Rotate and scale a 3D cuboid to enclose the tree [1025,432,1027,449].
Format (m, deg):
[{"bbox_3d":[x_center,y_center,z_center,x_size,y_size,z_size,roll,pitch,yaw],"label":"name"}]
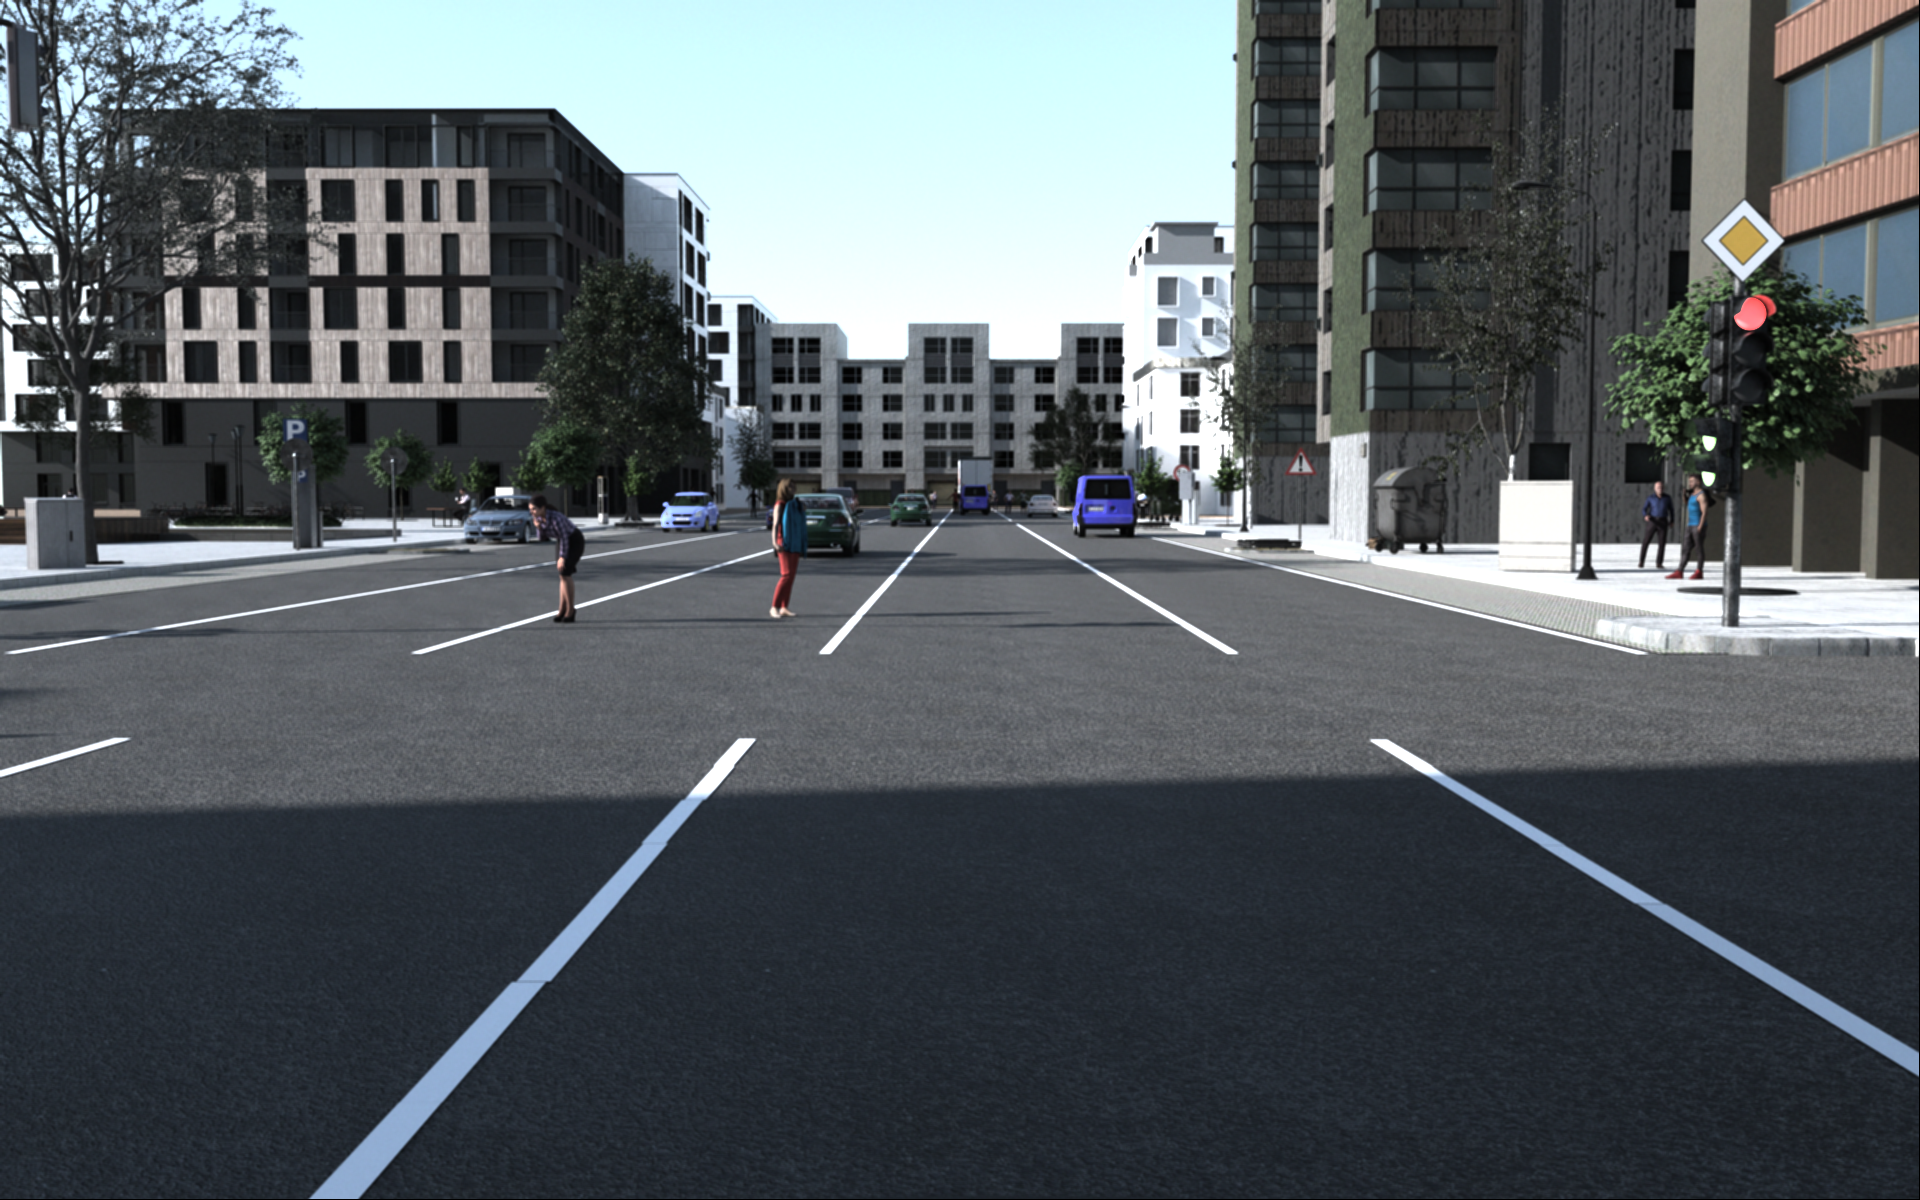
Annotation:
[{"bbox_3d":[9.849,-14.343,168.921,7.601,10.594,8.767,1,4,14],"label":"tree"}]

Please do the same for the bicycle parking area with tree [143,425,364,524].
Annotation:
[{"bbox_3d":[-30.939,-5.364,74.696,9.016,4.147,8.231,-1,4,-11],"label":"bicycle parking area with tree"}]

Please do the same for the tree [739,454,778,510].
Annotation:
[{"bbox_3d":[-15.844,-9.314,136.000,4.285,4.588,4.351,0,3,0],"label":"tree"}]

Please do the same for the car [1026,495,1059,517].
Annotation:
[{"bbox_3d":[5.128,-5.841,107.863,2.083,1.381,4.827,0,4,2],"label":"car"}]

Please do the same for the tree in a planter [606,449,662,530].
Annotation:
[{"bbox_3d":[-12.908,-4.384,68.905,1.991,3.239,1.994,0,4,0],"label":"tree in a planter"}]

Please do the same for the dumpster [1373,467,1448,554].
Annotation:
[{"bbox_3d":[9.786,-1.949,37.617,1.264,1.857,1.865,0,4,0],"label":"dumpster"}]

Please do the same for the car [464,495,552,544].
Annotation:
[{"bbox_3d":[-13.166,-2.372,50.786,2.014,1.417,4.499,0,3,0],"label":"car"}]

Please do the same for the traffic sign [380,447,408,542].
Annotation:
[{"bbox_3d":[-15.178,-2.834,46.445,0.768,2.556,0.104,0,4,5],"label":"traffic sign"}]

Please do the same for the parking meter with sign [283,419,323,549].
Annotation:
[{"bbox_3d":[-15.480,-2.733,40.943,0.543,3.016,1.738,-1,4,-8],"label":"parking meter with sign"}]

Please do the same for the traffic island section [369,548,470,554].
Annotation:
[{"bbox_3d":[-13.020,-1.170,42.000,1.991,0.108,1.994,0,4,0],"label":"traffic island section"}]

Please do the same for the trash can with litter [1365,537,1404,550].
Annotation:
[{"bbox_3d":[9.821,-1.750,40.007,0.624,1.170,1.055,-2,4,-35],"label":"trash can with litter"}]

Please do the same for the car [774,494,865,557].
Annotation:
[{"bbox_3d":[-3.343,-1.777,40.845,2.131,1.459,4.920,0,4,-1],"label":"car"}]

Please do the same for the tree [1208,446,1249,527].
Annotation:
[{"bbox_3d":[10.549,-4.540,68.830,1.663,3.219,1.824,0,3,0],"label":"tree"}]

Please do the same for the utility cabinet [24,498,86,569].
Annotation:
[{"bbox_3d":[-15.634,-1.149,29.956,0.306,1.237,1.020,1,4,18],"label":"utility cabinet"}]

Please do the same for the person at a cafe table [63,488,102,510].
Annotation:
[{"bbox_3d":[-34.552,-3.608,67.501,1.698,1.524,1.622,-1,4,-16],"label":"person at a cafe table"}]

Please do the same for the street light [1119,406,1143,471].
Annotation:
[{"bbox_3d":[9.063,-7.252,91.109,1.470,5.913,1.316,0,4,0],"label":"street light"}]

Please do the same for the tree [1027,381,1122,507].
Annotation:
[{"bbox_3d":[10.152,-12.780,143.362,7.601,10.594,8.767,1,4,10],"label":"tree"}]

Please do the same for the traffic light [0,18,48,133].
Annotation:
[{"bbox_3d":[-11.312,-2.573,16.738,4.771,5.953,1.251,0,4,0],"label":"traffic light"}]

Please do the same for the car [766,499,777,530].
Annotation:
[{"bbox_3d":[-6.850,-3.537,70.402,1.945,1.354,3.894,0,4,1],"label":"car"}]

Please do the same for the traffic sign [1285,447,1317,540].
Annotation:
[{"bbox_3d":[9.464,-2.946,48.169,0.884,2.594,0.081,0,4,4],"label":"traffic sign"}]

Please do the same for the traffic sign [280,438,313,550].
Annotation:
[{"bbox_3d":[-15.105,-2.405,39.432,0.768,2.556,0.104,0,4,3],"label":"traffic sign"}]

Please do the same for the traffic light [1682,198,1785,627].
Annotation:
[{"bbox_3d":[7.437,-1.696,16.647,0.839,4.253,0.868,0,4,0],"label":"traffic light"}]

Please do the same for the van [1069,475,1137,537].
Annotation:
[{"bbox_3d":[4.873,-3.331,58.846,2.240,2.365,5.245,0,4,2],"label":"van"}]

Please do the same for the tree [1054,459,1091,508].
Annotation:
[{"bbox_3d":[10.193,-10.515,155.627,4.285,4.588,4.351,0,3,0],"label":"tree"}]

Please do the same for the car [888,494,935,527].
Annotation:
[{"bbox_3d":[-2.187,-4.044,77.913,2.131,1.459,4.920,0,4,-1],"label":"car"}]

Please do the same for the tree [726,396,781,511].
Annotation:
[{"bbox_3d":[-15.600,-10.933,129.112,4.360,8.622,3.978,0,3,0],"label":"tree"}]

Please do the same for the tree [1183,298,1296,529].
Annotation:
[{"bbox_3d":[10.595,-6.960,64.155,4.360,8.622,3.978,0,3,0],"label":"tree"}]

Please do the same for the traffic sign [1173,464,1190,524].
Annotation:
[{"bbox_3d":[9.543,-4.542,74.369,0.768,2.556,0.104,0,4,4],"label":"traffic sign"}]

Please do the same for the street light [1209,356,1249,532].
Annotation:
[{"bbox_3d":[9.104,-5.264,58.604,1.470,5.913,1.316,0,4,0],"label":"street light"}]

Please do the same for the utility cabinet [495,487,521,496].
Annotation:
[{"bbox_3d":[-15.099,-3.014,57.958,0.318,1.500,1.173,-3,5,-44],"label":"utility cabinet"}]

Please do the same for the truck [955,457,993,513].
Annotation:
[{"bbox_3d":[1.126,-8.970,135.574,2.839,4.237,11.283,0,4,-1],"label":"truck"}]

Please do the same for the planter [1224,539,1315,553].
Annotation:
[{"bbox_3d":[7.576,-1.320,42.729,1.991,0.319,1.994,0,4,0],"label":"planter"}]

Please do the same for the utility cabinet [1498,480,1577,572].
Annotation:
[{"bbox_3d":[9.519,-1.214,28.532,1.173,1.500,0.318,2,4,33],"label":"utility cabinet"}]

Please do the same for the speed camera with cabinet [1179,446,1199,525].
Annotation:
[{"bbox_3d":[9.577,-4.775,72.403,0.660,3.252,2.038,1,4,16],"label":"speed camera with cabinet"}]

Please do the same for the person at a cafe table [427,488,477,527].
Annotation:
[{"bbox_3d":[-19.795,-3.633,67.916,1.622,1.524,1.698,-3,5,-40],"label":"person at a cafe table"}]

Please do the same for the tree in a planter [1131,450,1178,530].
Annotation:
[{"bbox_3d":[7.669,-4.426,69.583,1.991,3.239,1.994,0,4,0],"label":"tree in a planter"}]

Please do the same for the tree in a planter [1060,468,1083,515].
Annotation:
[{"bbox_3d":[7.870,-7.417,118.485,1.991,3.239,1.994,0,4,0],"label":"tree in a planter"}]

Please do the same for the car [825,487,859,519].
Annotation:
[{"bbox_3d":[-6.893,-5.532,99.113,2.281,1.827,5.304,0,3,0],"label":"car"}]

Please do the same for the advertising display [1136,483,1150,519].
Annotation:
[{"bbox_3d":[9.456,-5.153,89.466,0.123,1.923,0.974,-2,4,-32],"label":"advertising display"}]

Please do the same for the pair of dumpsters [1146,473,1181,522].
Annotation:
[{"bbox_3d":[9.796,-4.848,81.762,1.574,2.255,4.437,0,4,0],"label":"pair of dumpsters"}]

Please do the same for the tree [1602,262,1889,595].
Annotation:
[{"bbox_3d":[10.198,-2.367,22.416,4.285,4.588,4.351,0,3,0],"label":"tree"}]

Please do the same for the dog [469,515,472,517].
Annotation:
[{"bbox_3d":[-18.002,-2.905,64.327,0.540,0.507,0.406,0,4,-2],"label":"dog"}]

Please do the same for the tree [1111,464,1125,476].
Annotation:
[{"bbox_3d":[10.308,-7.156,111.605,1.663,3.219,1.824,0,3,0],"label":"tree"}]

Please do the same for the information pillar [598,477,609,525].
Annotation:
[{"bbox_3d":[-14.998,-4.179,72.817,0.304,2.012,0.304,3,5,43],"label":"information pillar"}]

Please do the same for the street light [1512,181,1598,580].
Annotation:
[{"bbox_3d":[8.880,-3.261,25.856,1.470,5.913,1.316,0,4,0],"label":"street light"}]

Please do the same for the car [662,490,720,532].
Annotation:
[{"bbox_3d":[-10.252,-3.447,65.952,1.945,1.707,3.694,0,4,2],"label":"car"}]

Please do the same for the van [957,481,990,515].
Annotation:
[{"bbox_3d":[0.958,-7.009,118.976,2.240,2.365,5.245,0,4,-2],"label":"van"}]

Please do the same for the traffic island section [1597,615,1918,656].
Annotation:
[{"bbox_3d":[7.477,0.338,16.761,2.009,0.180,2.903,0,4,0],"label":"traffic island section"}]

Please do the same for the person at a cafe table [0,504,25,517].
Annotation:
[{"bbox_3d":[-39.697,-3.735,71.933,1.726,1.238,1.698,2,4,29],"label":"person at a cafe table"}]
